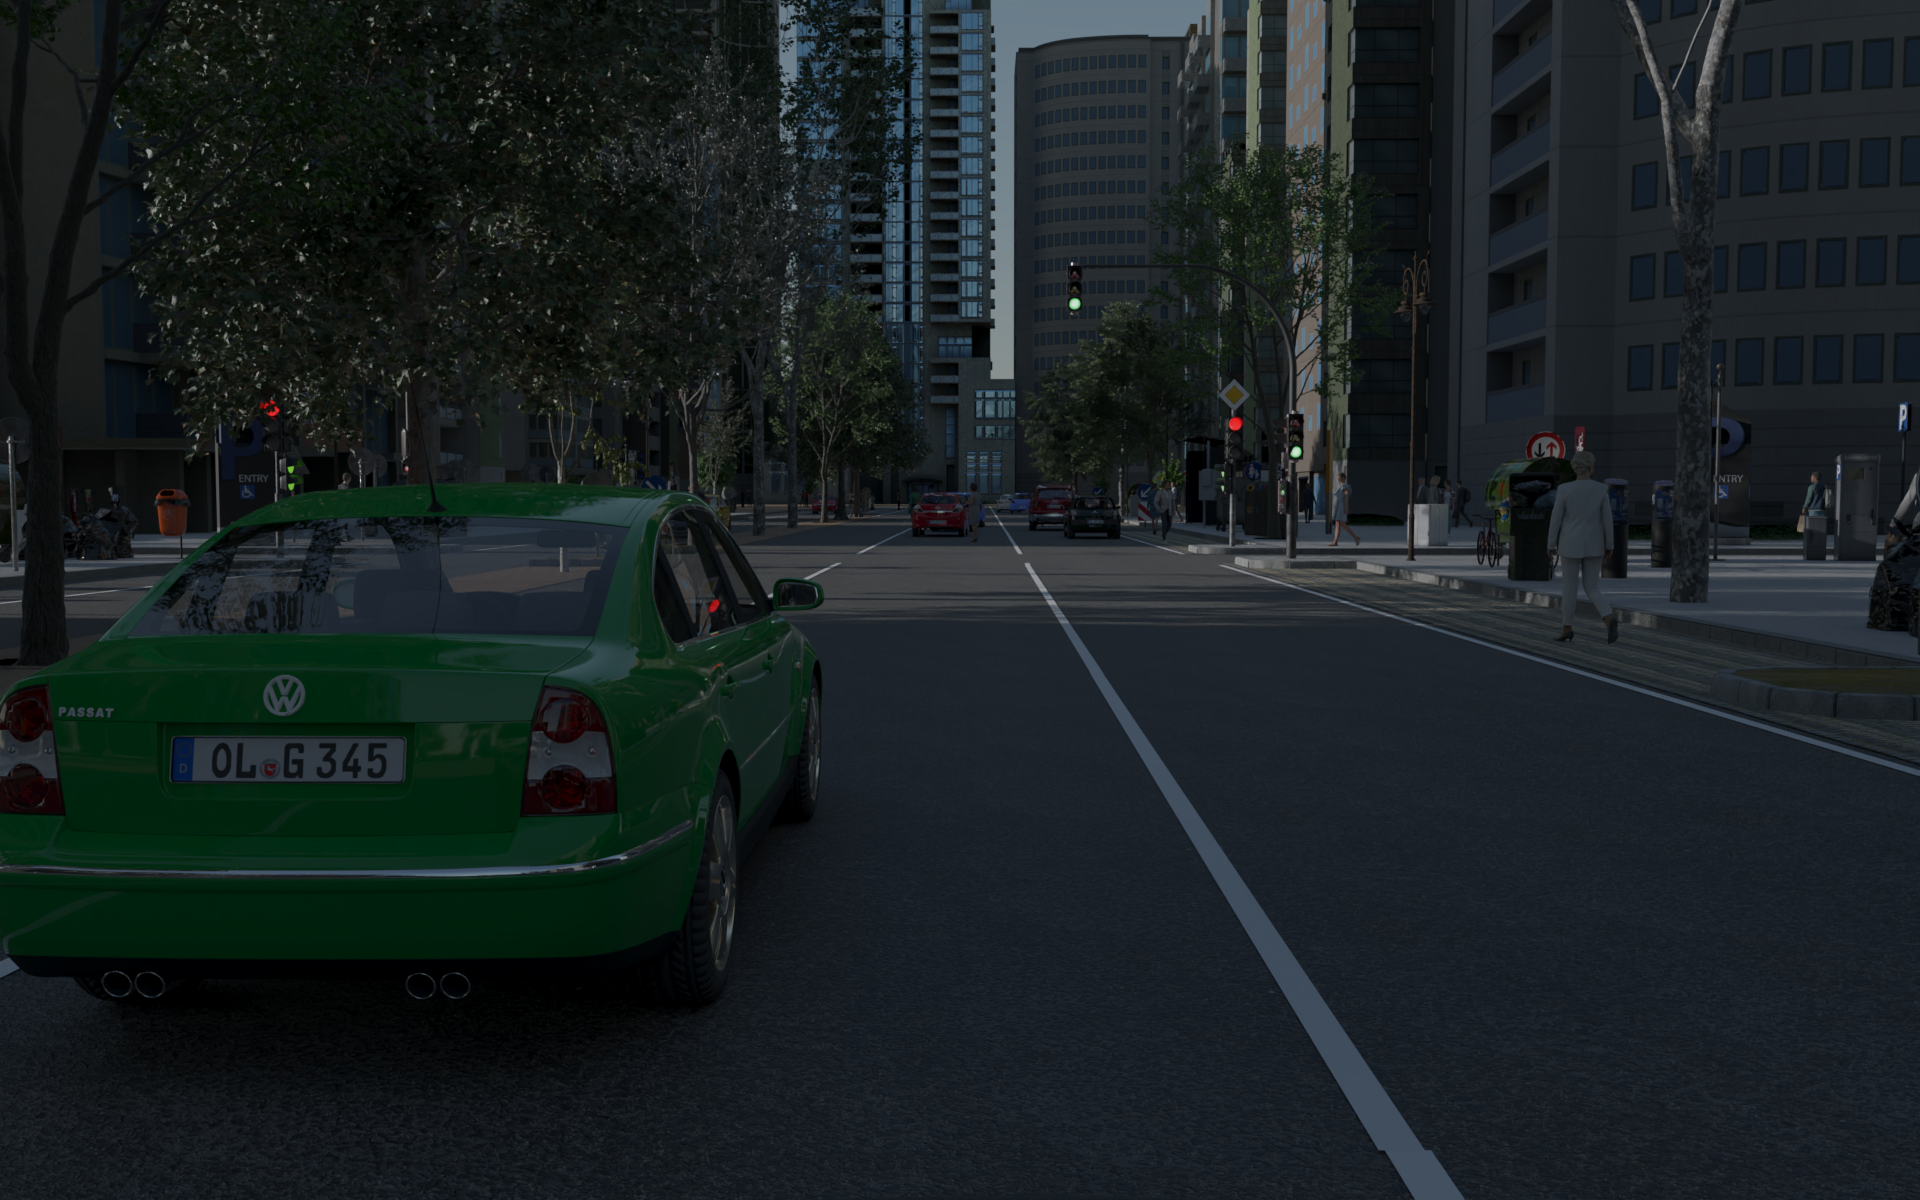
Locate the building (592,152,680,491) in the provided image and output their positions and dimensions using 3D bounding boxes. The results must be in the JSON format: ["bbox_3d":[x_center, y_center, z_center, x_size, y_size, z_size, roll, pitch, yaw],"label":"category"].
[{"bbox_3d":[-32.484,-23.084,149.122,14.160,30.474,14.107,0,4,1],"label":"building"}]

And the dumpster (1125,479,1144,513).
[{"bbox_3d":[11.673,-6.795,113.595,1.502,2.255,1.985,0,4,1],"label":"dumpster"}]

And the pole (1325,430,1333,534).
[{"bbox_3d":[11.785,-3.756,55.252,0.158,3.312,0.155,0,3,0],"label":"pole"}]

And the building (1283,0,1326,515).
[{"bbox_3d":[28.514,-28.022,108.273,14.600,45.320,14.200,0,4,1],"label":"building"}]

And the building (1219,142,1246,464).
[{"bbox_3d":[28.631,-22.822,144.847,14.160,30.474,14.107,0,4,1],"label":"building"}]

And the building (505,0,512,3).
[{"bbox_3d":[-54.126,-38.483,171.190,28.212,58.520,21.231,0,4,1],"label":"building"}]

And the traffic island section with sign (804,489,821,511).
[{"bbox_3d":[-11.920,-8.308,144.455,1.989,1.847,2.006,0,4,1],"label":"traffic island section with sign"}]

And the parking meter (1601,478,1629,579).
[{"bbox_3d":[9.977,-1.099,26.374,0.372,1.533,0.369,0,3,0],"label":"parking meter"}]

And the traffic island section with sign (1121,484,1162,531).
[{"bbox_3d":[7.010,-3.573,67.045,1.989,1.847,2.006,0,4,1],"label":"traffic island section with sign"}]

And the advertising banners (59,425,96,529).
[{"bbox_3d":[-22.795,-2.957,44.532,0.090,3.025,2.074,0,4,1],"label":"advertising banners"}]

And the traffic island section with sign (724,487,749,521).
[{"bbox_3d":[-12.554,-5.248,94.441,1.989,1.847,2.006,0,4,1],"label":"traffic island section with sign"}]

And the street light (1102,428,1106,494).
[{"bbox_3d":[9.763,-8.826,117.098,0.468,5.910,1.993,0,4,1],"label":"street light"}]

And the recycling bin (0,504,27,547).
[{"bbox_3d":[-23.006,-1.809,42.125,0.722,1.027,0.722,3,4,36],"label":"recycling bin"}]

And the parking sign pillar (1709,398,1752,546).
[{"bbox_3d":[19.267,-3.383,43.779,1.447,3.967,1.447,2,4,30],"label":"parking sign pillar"}]

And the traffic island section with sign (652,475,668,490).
[{"bbox_3d":[-7.343,-2.089,42.286,2.006,1.907,1.989,0,4,1],"label":"traffic island section with sign"}]

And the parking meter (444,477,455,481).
[{"bbox_3d":[-17.837,-3.349,60.461,0.399,1.863,0.255,1,4,13],"label":"parking meter"}]

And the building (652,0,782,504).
[{"bbox_3d":[-34.381,-47.942,222.096,20.611,71.187,20.563,0,4,1],"label":"building"}]

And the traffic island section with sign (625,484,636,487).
[{"bbox_3d":[-12.897,-3.600,67.487,1.989,1.847,2.006,0,4,1],"label":"traffic island section with sign"}]

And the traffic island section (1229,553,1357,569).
[{"bbox_3d":[6.600,-0.745,34.464,2.009,0.180,2.903,0,4,1],"label":"traffic island section"}]

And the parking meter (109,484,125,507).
[{"bbox_3d":[-22.130,-2.268,45.492,0.372,1.533,0.369,0,3,0],"label":"parking meter"}]

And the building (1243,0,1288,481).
[{"bbox_3d":[28.389,-27.331,130.450,14.154,41.232,14.086,0,4,1],"label":"building"}]

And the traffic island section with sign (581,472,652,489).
[{"bbox_3d":[-7.446,-1.636,34.880,2.006,1.907,1.989,0,4,1],"label":"traffic island section with sign"}]

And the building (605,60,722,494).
[{"bbox_3d":[-32.354,-32.134,175.508,14.200,45.320,14.600,0,4,1],"label":"building"}]

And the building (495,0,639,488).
[{"bbox_3d":[-41.271,-26.791,129.919,32.217,40.220,23.993,0,4,1],"label":"building"}]

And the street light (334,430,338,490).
[{"bbox_3d":[-15.553,-4.302,43.119,0.468,5.910,1.993,0,4,1],"label":"street light"}]

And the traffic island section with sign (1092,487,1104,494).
[{"bbox_3d":[7.360,-5.249,94.453,1.989,1.847,2.006,0,4,1],"label":"traffic island section with sign"}]

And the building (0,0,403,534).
[{"bbox_3d":[-34.373,-25.203,66.686,22.147,44.769,28.867,0,4,1],"label":"building"}]

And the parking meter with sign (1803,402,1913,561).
[{"bbox_3d":[17.217,-2.264,33.279,1.738,3.016,0.543,1,4,14],"label":"parking meter with sign"}]

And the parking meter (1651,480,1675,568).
[{"bbox_3d":[12.286,-1.336,30.259,0.372,1.533,0.369,0,3,0],"label":"parking meter"}]

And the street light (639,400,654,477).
[{"bbox_3d":[-15.036,-6.756,83.245,0.468,5.910,1.993,0,4,1],"label":"street light"}]

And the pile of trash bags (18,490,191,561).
[{"bbox_3d":[-16.817,-1.493,34.169,3.447,1.369,1.912,0,4,8],"label":"pile of trash bags"}]

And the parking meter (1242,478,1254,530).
[{"bbox_3d":[10.199,-3.402,61.338,0.399,1.863,0.255,3,5,43],"label":"parking meter"}]

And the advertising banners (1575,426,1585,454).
[{"bbox_3d":[16.017,-2.908,43.736,0.090,3.025,2.074,-1,4,-8],"label":"advertising banners"}]

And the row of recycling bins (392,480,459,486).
[{"bbox_3d":[-15.571,-2.686,51.024,1.069,1.692,3.534,1,4,11],"label":"row of recycling bins"}]

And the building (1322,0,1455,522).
[{"bbox_3d":[25.129,-19.263,86.654,14.160,30.474,14.107,0,4,1],"label":"building"}]

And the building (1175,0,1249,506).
[{"bbox_3d":[32.800,-33.447,166.469,23.786,49.044,30.456,0,4,1],"label":"building"}]

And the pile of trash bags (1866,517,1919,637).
[{"bbox_3d":[10.171,-0.358,15.598,3.447,1.369,1.912,1,4,19],"label":"pile of trash bags"}]

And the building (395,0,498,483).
[{"bbox_3d":[-34.532,-25.256,96.525,14.154,41.232,14.086,0,4,1],"label":"building"}]

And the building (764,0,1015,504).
[{"bbox_3d":[-8.573,-55.600,221.730,31.000,86.520,22.319,0,4,1],"label":"building"}]

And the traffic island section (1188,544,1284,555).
[{"bbox_3d":[6.701,-1.234,42.449,2.009,0.180,2.903,0,4,1],"label":"traffic island section"}]

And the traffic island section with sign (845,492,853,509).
[{"bbox_3d":[-11.586,-9.956,171.408,1.989,1.847,2.006,0,4,1],"label":"traffic island section with sign"}]

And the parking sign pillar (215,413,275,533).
[{"bbox_3d":[-17.772,-3.338,43.044,1.447,3.967,1.447,-2,4,-31],"label":"parking sign pillar"}]

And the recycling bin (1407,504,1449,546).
[{"bbox_3d":[11.594,-1.856,42.905,0.722,1.027,0.722,-2,4,-34],"label":"recycling bin"}]

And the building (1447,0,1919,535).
[{"bbox_3d":[34.254,-31.785,61.681,28.212,58.520,21.231,0,4,1],"label":"building"}]

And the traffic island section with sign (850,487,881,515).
[{"bbox_3d":[-6.404,-6.684,117.419,2.006,1.907,1.989,0,4,1],"label":"traffic island section with sign"}]

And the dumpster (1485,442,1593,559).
[{"bbox_3d":[11.089,-1.878,33.207,1.502,2.255,1.985,0,4,1],"label":"dumpster"}]

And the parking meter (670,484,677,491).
[{"bbox_3d":[-16.561,-5.773,100.094,0.399,1.863,0.255,0,4,-2],"label":"parking meter"}]

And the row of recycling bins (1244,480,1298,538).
[{"bbox_3d":[9.464,-2.779,52.555,1.069,1.692,3.534,0,4,-5],"label":"row of recycling bins"}]

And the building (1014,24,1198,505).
[{"bbox_3d":[21.119,-41.538,221.145,28.212,58.520,21.231,0,4,1],"label":"building"}]

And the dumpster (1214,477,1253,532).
[{"bbox_3d":[9.461,-3.279,59.370,1.264,1.857,1.865,0,4,1],"label":"dumpster"}]

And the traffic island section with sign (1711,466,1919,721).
[{"bbox_3d":[6.317,-0.194,11.797,1.989,1.847,2.006,0,4,1],"label":"traffic island section with sign"}]

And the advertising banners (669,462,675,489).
[{"bbox_3d":[-15.429,-6.062,95.304,0.090,3.025,2.074,1,4,22],"label":"advertising banners"}]

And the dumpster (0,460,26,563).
[{"bbox_3d":[-18.220,-1.770,31.439,1.502,2.255,1.985,0,4,1],"label":"dumpster"}]

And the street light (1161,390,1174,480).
[{"bbox_3d":[9.241,-6.389,77.254,0.468,5.910,1.993,0,4,1],"label":"street light"}]
